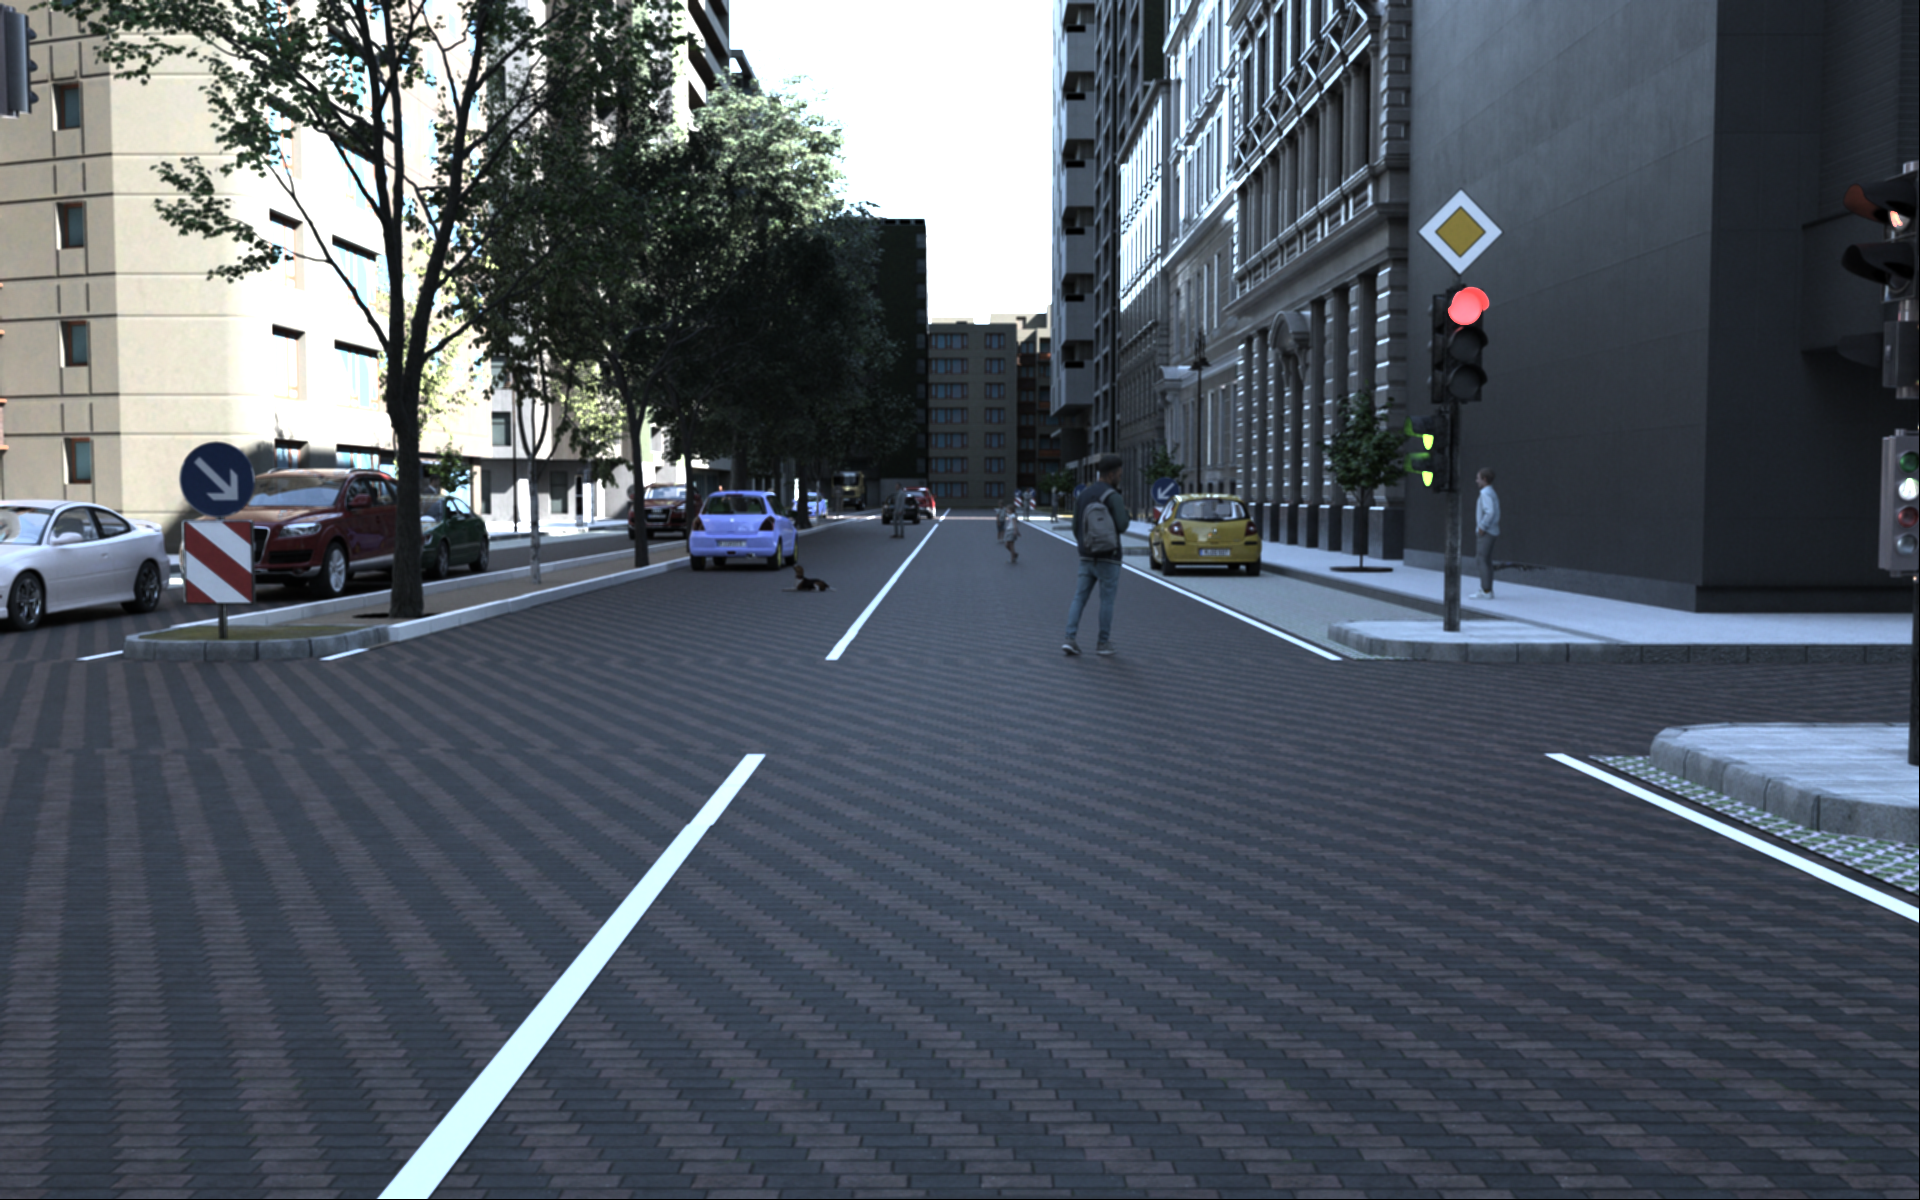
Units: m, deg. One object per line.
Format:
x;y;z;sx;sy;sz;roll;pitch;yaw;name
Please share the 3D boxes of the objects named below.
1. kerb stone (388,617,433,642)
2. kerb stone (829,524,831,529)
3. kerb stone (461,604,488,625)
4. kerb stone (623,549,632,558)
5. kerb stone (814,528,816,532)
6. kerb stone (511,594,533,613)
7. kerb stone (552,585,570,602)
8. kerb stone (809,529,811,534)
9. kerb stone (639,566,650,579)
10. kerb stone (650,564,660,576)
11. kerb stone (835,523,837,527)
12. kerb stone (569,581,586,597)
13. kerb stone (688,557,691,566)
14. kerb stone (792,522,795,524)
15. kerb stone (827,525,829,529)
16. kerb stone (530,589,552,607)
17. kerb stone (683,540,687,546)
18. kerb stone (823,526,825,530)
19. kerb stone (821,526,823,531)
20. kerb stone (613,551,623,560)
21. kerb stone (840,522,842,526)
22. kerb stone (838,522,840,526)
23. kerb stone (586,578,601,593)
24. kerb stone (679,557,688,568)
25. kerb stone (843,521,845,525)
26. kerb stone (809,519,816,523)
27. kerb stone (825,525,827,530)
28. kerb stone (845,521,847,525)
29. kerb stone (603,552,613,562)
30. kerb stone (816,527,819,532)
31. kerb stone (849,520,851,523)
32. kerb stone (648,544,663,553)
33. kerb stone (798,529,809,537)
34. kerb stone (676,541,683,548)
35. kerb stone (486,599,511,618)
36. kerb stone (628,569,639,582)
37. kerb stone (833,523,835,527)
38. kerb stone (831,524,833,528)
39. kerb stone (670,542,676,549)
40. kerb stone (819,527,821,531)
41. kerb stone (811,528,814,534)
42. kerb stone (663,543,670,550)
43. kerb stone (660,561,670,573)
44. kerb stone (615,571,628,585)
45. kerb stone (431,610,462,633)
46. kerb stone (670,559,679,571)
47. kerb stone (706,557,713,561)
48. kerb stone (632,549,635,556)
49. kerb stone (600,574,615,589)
-5.490;0.302;17.263;0.120;0.150;1.000;0;3;0;kerb stone
-5.454;-2.959;70.578;0.120;0.150;1.000;0;3;0;kerb stone
-5.488;0.177;19.308;0.120;0.150;1.000;0;3;0;kerb stone
-7.569;-1.014;38.802;0.120;0.150;1.000;0;3;0;kerb stone
-5.458;-2.520;63.404;0.120;0.150;1.000;0;3;0;kerb stone
-5.479;0.057;21.363;0.120;0.150;1.000;0;3;0;kerb stone
-5.483;-0.075;23.417;0.120;0.150;1.000;0;3;0;kerb stone
-5.454;-2.393;61.347;0.120;0.150;1.000;0;3;0;kerb stone
-5.480;-0.446;29.566;0.120;0.150;1.000;0;3;0;kerb stone
-5.483;-0.513;30.588;0.120;0.150;1.000;0;3;0;kerb stone
-5.454;-3.145;73.665;0.120;0.150;1.000;0;3;0;kerb stone
-5.485;-0.137;24.440;0.120;0.150;1.000;0;3;0;kerb stone
-5.478;-0.764;34.684;0.120;0.150;1.000;0;3;0;kerb stone
-7.539;-3.524;79.809;0.120;0.150;1.000;0;3;0;kerb stone
-5.447;-2.896;69.547;0.120;0.150;1.000;0;3;0;kerb stone
-5.489;-0.012;22.395;0.120;0.150;1.000;0;3;0;kerb stone
-7.564;-1.517;46.999;0.120;0.150;1.000;0;3;0;kerb stone
-5.456;-2.771;67.497;0.120;0.150;1.000;0;3;0;kerb stone
-5.453;-2.708;66.472;0.120;0.150;1.000;0;3;0;kerb stone
-7.574;-0.953;37.773;0.120;0.150;1.000;0;3;0;kerb stone
-5.452;-3.336;76.738;0.120;0.150;1.000;0;3;0;kerb stone
-5.449;-3.273;75.714;0.120;0.150;1.000;0;3;0;kerb stone
-5.483;-0.200;25.464;0.120;0.150;1.000;0;3;0;kerb stone
-5.482;-0.700;33.662;0.120;0.150;1.000;0;3;0;kerb stone
-5.442;-3.462;78.793;0.120;0.150;1.000;0;3;0;kerb stone
-7.539;-4.084;89.046;0.120;0.150;1.000;0;3;0;kerb stone
-5.452;-2.833;68.520;0.120;0.150;1.000;0;3;0;kerb stone
-5.440;-3.524;79.823;0.120;0.150;1.000;0;3;0;kerb stone
-7.576;-0.890;36.746;0.120;0.150;1.000;0;3;0;kerb stone
-5.452;-2.582;64.426;0.120;0.150;1.000;0;3;0;kerb stone
-5.441;-3.713;82.910;0.120;0.150;1.000;0;3;0;kerb stone
-7.569;-1.267;42.906;0.120;0.150;1.000;0;3;0;kerb stone
-5.464;-2.331;60.315;0.120;0.150;1.000;0;3;0;kerb stone
-7.572;-1.455;45.977;0.120;0.150;1.000;0;3;0;kerb stone
-5.489;0.114;20.330;0.120;0.150;1.000;0;3;0;kerb stone
-5.481;-0.388;28.544;0.120;0.150;1.000;0;3;0;kerb stone
-5.447;-3.084;72.634;0.120;0.150;1.000;0;3;0;kerb stone
-5.449;-3.022;71.600;0.120;0.150;1.000;0;3;0;kerb stone
-7.575;-1.392;44.955;0.120;0.150;1.000;0;3;0;kerb stone
-5.454;-2.645;65.448;0.120;0.150;1.000;0;3;0;kerb stone
-5.450;-2.458;62.381;0.120;0.150;1.000;0;3;0;kerb stone
-7.571;-1.329;43.931;0.120;0.150;1.000;0;3;0;kerb stone
-5.478;-0.574;31.610;0.120;0.150;1.000;0;3;0;kerb stone
-5.476;-0.326;27.521;0.120;0.150;1.000;0;3;0;kerb stone
-5.490;0.241;18.285;0.120;0.150;1.000;0;3;0;kerb stone
-5.478;-0.639;32.640;0.120;0.150;1.000;0;3;0;kerb stone
-5.471;-0.949;37.774;0.120;0.150;1.000;0;3;0;kerb stone
-7.572;-1.078;39.835;0.120;0.150;1.000;0;3;0;kerb stone
-5.482;-0.262;26.490;0.120;0.150;1.000;0;3;0;kerb stone
